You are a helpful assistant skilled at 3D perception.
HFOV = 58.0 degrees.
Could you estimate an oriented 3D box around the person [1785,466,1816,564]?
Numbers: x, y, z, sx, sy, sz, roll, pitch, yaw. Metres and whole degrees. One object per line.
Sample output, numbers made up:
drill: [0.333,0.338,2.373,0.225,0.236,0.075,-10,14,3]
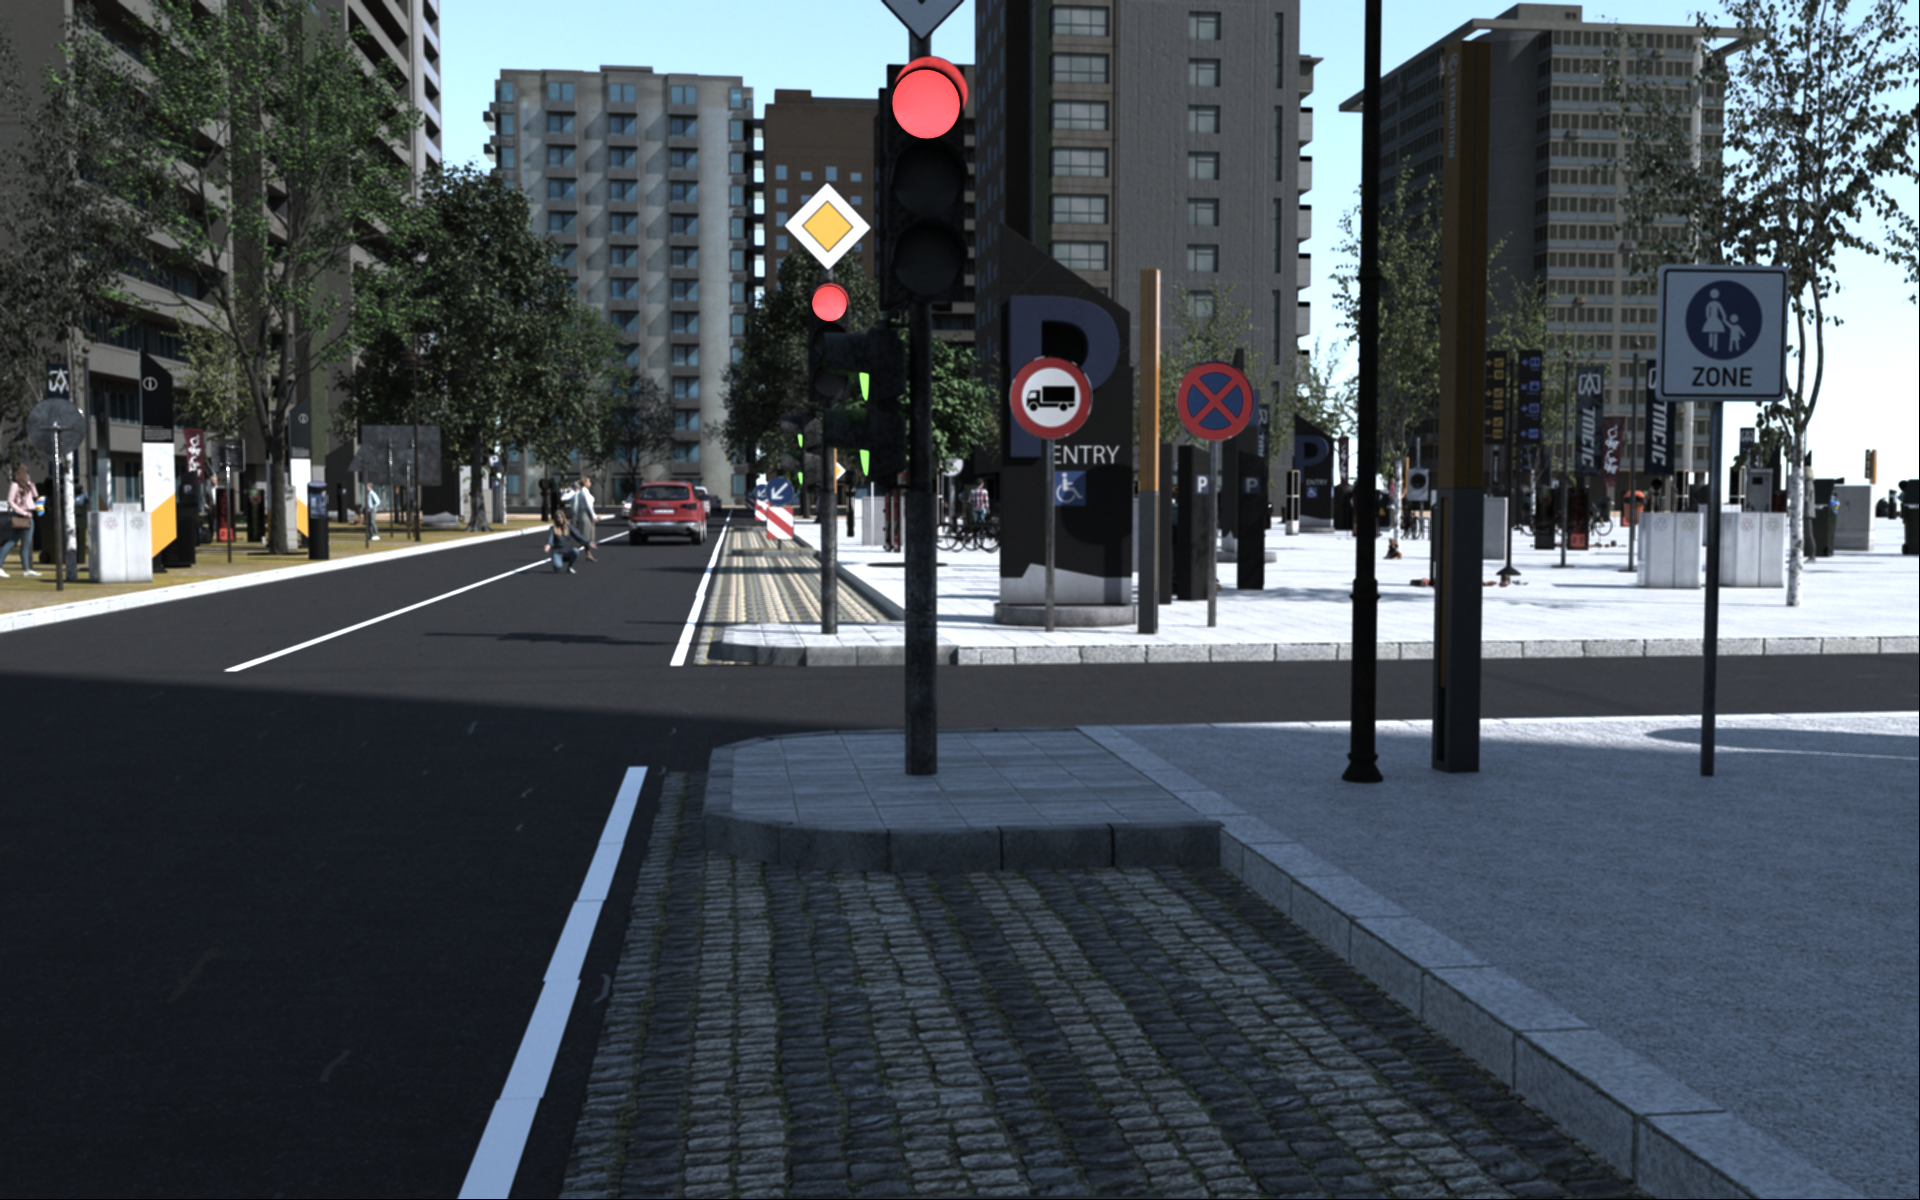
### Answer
person: [15.565,-1.578,32.027,0.526,1.800,0.537,2,4,29]

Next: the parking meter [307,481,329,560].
parking meter: [-12.508,-1.549,33.744,0.372,1.533,0.369,0,3,0]

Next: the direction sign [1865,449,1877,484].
direction sign: [46.117,-5.857,87.767,0.876,3.537,0.379,-2,4,-29]

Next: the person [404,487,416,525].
person: [-22.193,-3.928,70.286,0.654,1.822,0.581,-3,5,-43]

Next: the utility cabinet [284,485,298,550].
utility cabinet: [-15.343,-1.897,39.701,0.318,1.500,1.173,-1,4,-21]

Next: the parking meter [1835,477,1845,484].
parking meter: [30.091,-3.284,59.412,0.399,1.863,0.255,1,4,23]

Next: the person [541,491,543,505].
person: [-39.044,-9.528,162.488,0.551,1.740,0.621,0,4,4]

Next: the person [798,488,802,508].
person: [-15.044,-9.643,163.686,0.705,1.826,1.348,1,4,11]

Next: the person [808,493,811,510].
person: [-12.181,-8.095,139.072,0.621,1.740,0.551,3,5,44]

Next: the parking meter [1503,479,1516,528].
parking meter: [20.881,-3.677,65.832,0.399,1.863,0.255,0,4,0]

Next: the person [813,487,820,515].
person: [-8.707,-6.121,106.790,0.621,1.740,0.551,1,4,13]

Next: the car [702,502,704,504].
car: [-14.911,-4.962,93.495,2.083,1.381,4.827,0,4,-7]

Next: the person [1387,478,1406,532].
person: [14.577,-3.180,58.013,0.580,1.828,0.573,-1,4,-22]

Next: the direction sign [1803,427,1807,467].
direction sign: [26.098,-3.779,53.779,0.379,3.537,0.876,1,4,11]

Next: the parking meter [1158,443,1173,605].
parking meter: [2.305,-0.887,20.214,0.255,1.863,0.399,-1,4,-11]

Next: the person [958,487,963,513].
person: [0.077,-6.892,118.741,0.705,1.822,1.348,3,5,41]

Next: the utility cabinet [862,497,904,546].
utility cabinet: [-1.903,-1.943,42.936,1.020,1.237,0.306,0,4,2]

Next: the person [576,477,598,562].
person: [-7.958,-1.701,36.542,0.641,1.798,0.478,-1,4,-20]

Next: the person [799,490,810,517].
person: [-8.830,-5.630,98.538,0.683,1.767,0.568,0,4,7]

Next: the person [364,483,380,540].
person: [-16.607,-2.504,48.794,0.330,1.601,0.589,-3,5,-43]

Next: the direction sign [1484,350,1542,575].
direction sign: [8.698,-2.162,27.353,0.876,3.537,0.379,1,4,14]

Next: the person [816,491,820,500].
person: [-8.195,-5.984,103.965,1.350,1.814,0.705,3,5,40]

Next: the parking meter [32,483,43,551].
parking meter: [-20.870,-1.891,39.336,0.372,1.533,0.369,0,3,0]

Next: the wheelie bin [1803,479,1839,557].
wheelie bin: [17.583,-1.693,35.589,0.980,1.594,0.693,3,5,44]

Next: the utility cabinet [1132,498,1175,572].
utility cabinet: [3.003,-1.059,28.471,1.020,1.237,0.306,2,4,24]

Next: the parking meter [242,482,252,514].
parking meter: [-33.277,-4.598,80.883,0.399,1.863,0.255,1,4,11]

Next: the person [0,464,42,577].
person: [-14.671,-1.240,26.903,0.643,1.750,0.593,-1,4,-12]

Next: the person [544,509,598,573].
person: [-7.110,-1.068,31.464,1.012,1.151,0.738,-2,4,-24]

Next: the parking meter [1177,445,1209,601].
parking meter: [2.837,-0.930,20.915,0.399,1.863,0.255,-3,5,-40]

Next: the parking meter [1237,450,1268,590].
parking meter: [3.929,-1.072,23.234,0.399,1.863,0.255,1,4,11]

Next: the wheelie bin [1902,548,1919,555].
wheelie bin: [20.336,-1.755,36.607,0.980,1.594,0.693,3,5,45]

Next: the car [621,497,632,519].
car: [-18.564,-5.398,100.624,2.083,1.381,4.827,0,4,-6]

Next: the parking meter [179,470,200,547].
parking meter: [-18.792,-2.233,42.227,0.399,1.863,0.255,-1,4,-8]

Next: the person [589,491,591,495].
person: [-35.771,-9.701,167.908,0.445,1.727,0.742,-3,4,-38]

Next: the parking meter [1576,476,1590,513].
parking meter: [16.789,-2.507,46.700,0.255,1.863,0.399,3,5,44]

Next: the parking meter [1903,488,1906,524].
parking meter: [40.937,-4.059,74.777,0.372,1.533,0.369,0,3,0]

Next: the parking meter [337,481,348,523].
parking meter: [-27.511,-4.368,77.125,0.255,1.863,0.399,2,4,25]

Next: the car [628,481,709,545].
car: [-8.438,-2.537,50.156,2.281,1.827,5.304,0,4,-7]

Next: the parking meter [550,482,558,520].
parking meter: [-20.277,-4.942,86.508,0.255,1.863,0.399,-2,4,-32]

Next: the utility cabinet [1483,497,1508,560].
utility cabinet: [10.328,-1.404,34.120,0.306,1.237,1.020,-3,5,-45]

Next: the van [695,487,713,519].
van: [-15.463,-5.762,101.215,2.013,2.044,4.112,-1,4,-9]

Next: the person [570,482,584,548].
person: [-10.180,-2.288,46.390,0.515,1.767,0.782,0,4,4]

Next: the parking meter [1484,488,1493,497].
parking meter: [23.399,-4.150,76.259,0.372,1.533,0.369,0,3,0]

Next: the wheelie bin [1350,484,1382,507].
wheelie bin: [12.786,-2.851,54.527,0.980,1.594,0.693,1,4,13]

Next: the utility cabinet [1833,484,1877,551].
utility cabinet: [19.929,-1.854,38.986,0.318,1.500,1.173,-3,4,-39]

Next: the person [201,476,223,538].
person: [-20.266,-2.491,47.162,0.661,1.777,0.834,-3,5,-44]

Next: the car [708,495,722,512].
car: [-20.501,-7.923,141.910,2.083,1.381,4.827,-1,4,-9]

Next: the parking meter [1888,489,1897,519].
parking meter: [47.518,-4.882,88.227,0.372,1.533,0.369,0,3,0]

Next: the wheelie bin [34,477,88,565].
wheelie bin: [-16.402,-1.458,31.748,0.693,1.594,0.980,2,4,29]

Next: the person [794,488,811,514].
person: [-10.196,-6.465,112.431,1.217,1.739,0.721,1,4,23]

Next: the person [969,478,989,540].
person: [0.532,-2.561,48.750,0.563,1.720,0.643,1,4,19]

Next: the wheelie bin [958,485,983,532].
wheelie bin: [0.398,-3.042,57.640,0.980,1.594,0.693,-1,4,-19]

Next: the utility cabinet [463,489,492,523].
utility cabinet: [-21.029,-4.090,75.548,1.173,1.500,0.318,-1,4,-10]
